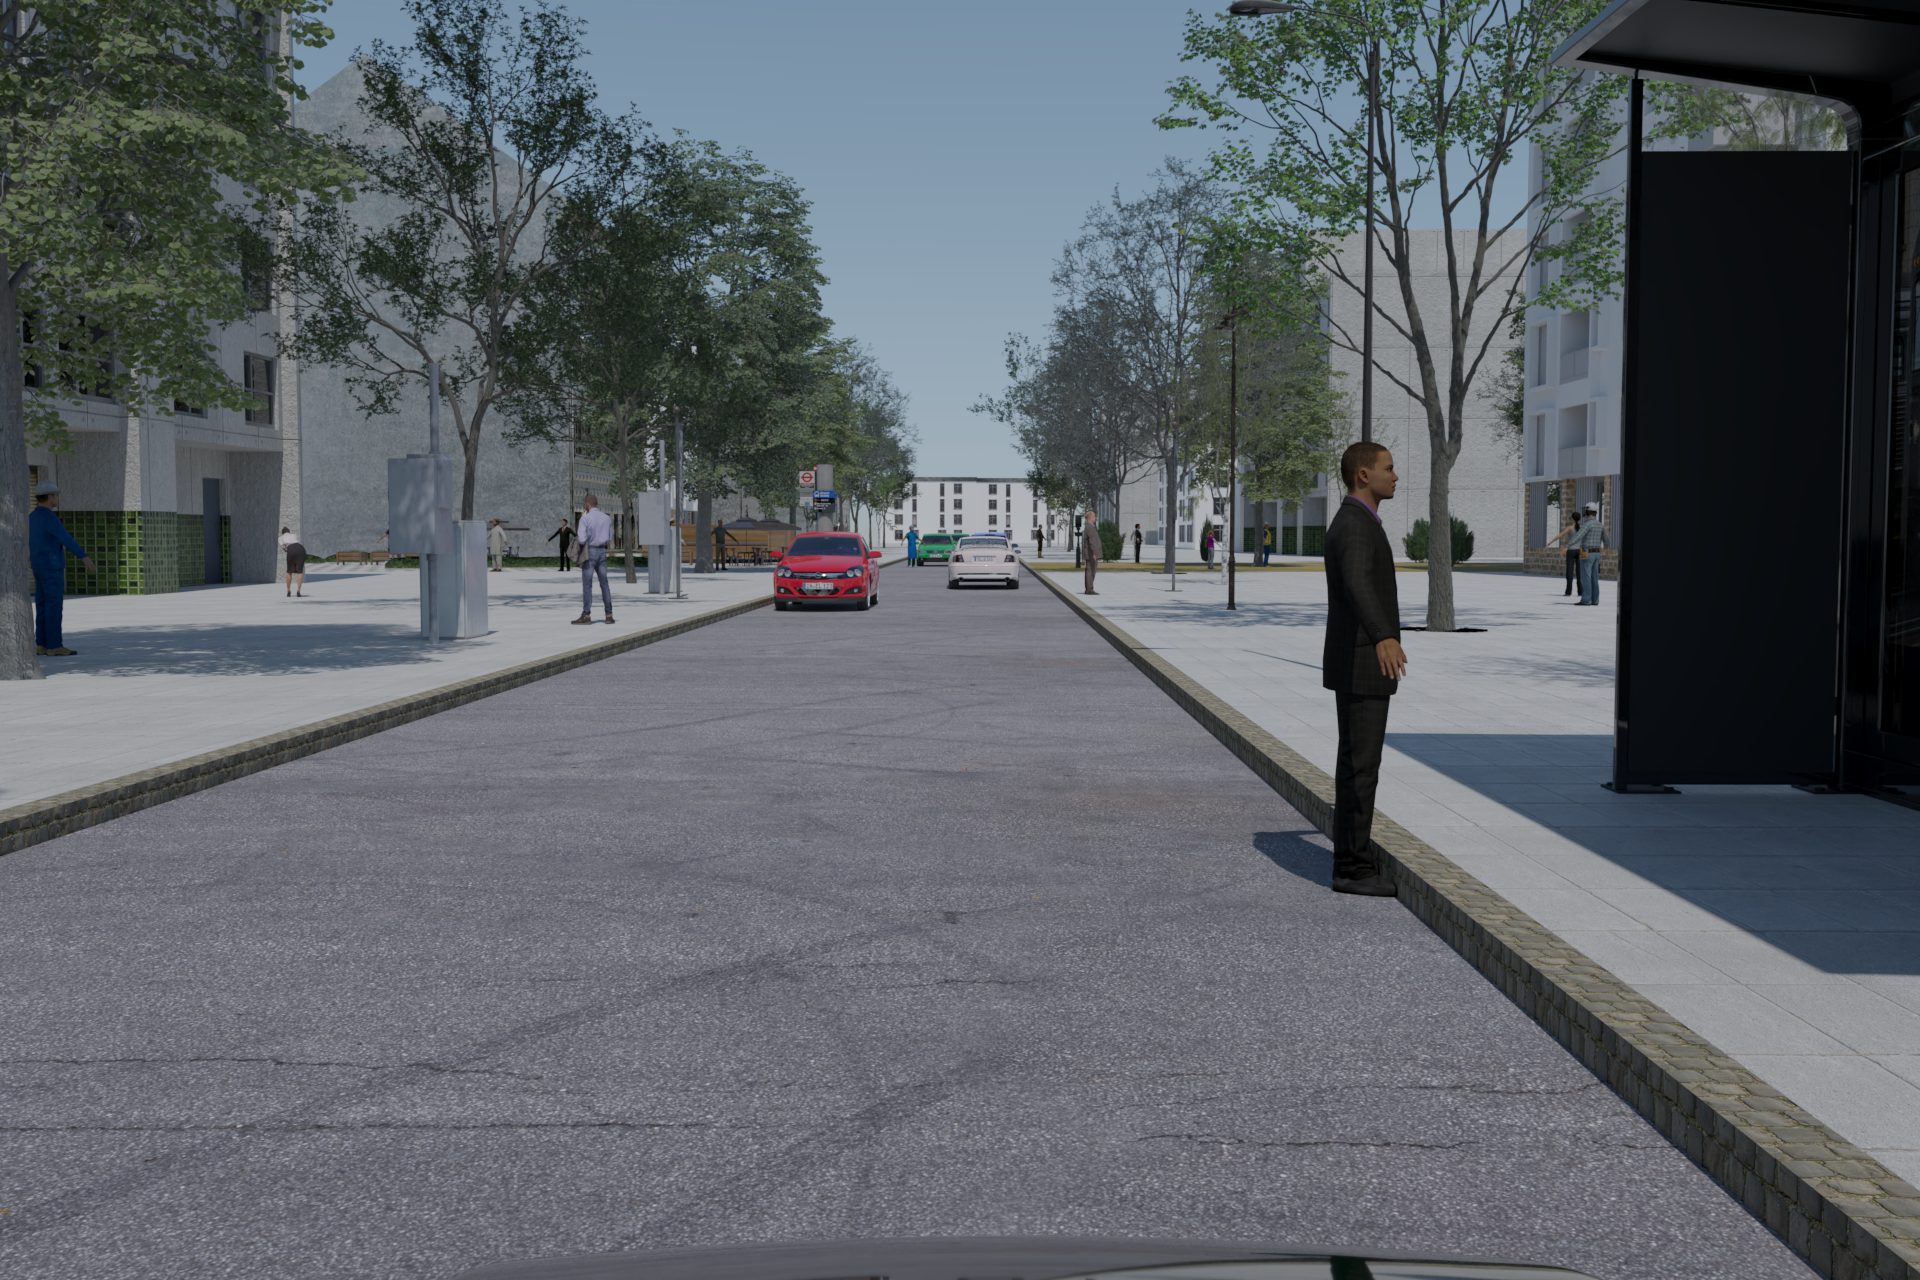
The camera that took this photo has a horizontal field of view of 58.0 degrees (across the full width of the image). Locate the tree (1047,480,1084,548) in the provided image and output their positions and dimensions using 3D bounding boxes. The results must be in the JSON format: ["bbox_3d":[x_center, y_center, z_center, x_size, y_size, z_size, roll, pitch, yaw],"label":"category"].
[{"bbox_3d":[8.809,-12.434,153.654,4.737,8.622,4.395,0,3,0],"label":"tree"}]

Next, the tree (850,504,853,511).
[{"bbox_3d":[-16.741,-18.601,254.492,4.360,8.622,3.978,0,3,0],"label":"tree"}]

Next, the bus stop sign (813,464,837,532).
[{"bbox_3d":[-5.121,-4.695,65.777,0.837,3.901,0.837,0,4,2],"label":"bus stop sign"}]

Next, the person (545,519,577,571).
[{"bbox_3d":[-13.571,-3.254,59.388,1.347,1.806,0.705,1,4,15],"label":"person"}]

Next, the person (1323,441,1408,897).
[{"bbox_3d":[1.652,0.104,6.989,0.704,1.802,1.346,1,4,12],"label":"person"}]

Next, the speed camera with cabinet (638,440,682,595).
[{"bbox_3d":[-6.445,-2.621,37.188,0.660,3.252,2.038,0,4,0],"label":"speed camera with cabinet"}]

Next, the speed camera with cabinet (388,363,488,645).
[{"bbox_3d":[-6.275,-1.622,20.858,0.660,3.252,2.038,0,4,1],"label":"speed camera with cabinet"}]

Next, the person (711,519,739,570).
[{"bbox_3d":[-8.470,-3.366,61.311,1.348,1.796,0.705,-2,4,-32],"label":"person"}]

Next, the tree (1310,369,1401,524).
[{"bbox_3d":[17.157,-7.759,77.221,4.360,8.622,3.978,0,3,0],"label":"tree"}]

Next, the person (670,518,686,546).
[{"bbox_3d":[-8.711,-2.827,52.677,0.721,1.778,1.216,-3,5,-43],"label":"person"}]

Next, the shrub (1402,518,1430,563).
[{"bbox_3d":[20.610,-4.486,77.396,1.661,2.075,1.752,0,3,0],"label":"shrub"}]

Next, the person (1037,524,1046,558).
[{"bbox_3d":[4.351,-5.331,93.294,0.704,1.812,1.346,1,4,21],"label":"person"}]

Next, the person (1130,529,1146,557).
[{"bbox_3d":[9.765,-5.457,95.409,0.705,1.806,1.347,-2,4,-32],"label":"person"}]

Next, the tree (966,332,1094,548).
[{"bbox_3d":[7.067,-18.827,163.707,12.611,20.169,13.585,0,3,0],"label":"tree"}]

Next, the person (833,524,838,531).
[{"bbox_3d":[-6.853,-5.502,95.740,0.705,1.856,1.354,0,4,0],"label":"person"}]

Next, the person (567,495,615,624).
[{"bbox_3d":[-5.273,-1.147,24.659,0.599,1.838,0.709,3,5,44],"label":"person"}]

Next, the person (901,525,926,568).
[{"bbox_3d":[-2.045,-4.013,74.198,1.347,1.817,0.704,-3,5,-40],"label":"person"}]

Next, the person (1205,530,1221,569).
[{"bbox_3d":[9.228,-3.304,63.280,0.599,1.433,0.991,-2,4,-27],"label":"person"}]

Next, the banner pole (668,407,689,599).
[{"bbox_3d":[-5.560,-2.712,34.365,0.401,3.779,0.863,0,4,2],"label":"banner pole"}]

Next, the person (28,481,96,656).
[{"bbox_3d":[-9.607,-0.760,18.311,1.347,1.842,0.705,2,4,34],"label":"person"}]

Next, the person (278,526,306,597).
[{"bbox_3d":[-13.620,-1.595,35.302,0.799,1.438,0.628,1,4,19],"label":"person"}]

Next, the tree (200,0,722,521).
[{"bbox_3d":[-8.369,-5.776,28.857,8.767,10.594,7.601,-1,4,-13],"label":"tree"}]

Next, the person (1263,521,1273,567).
[{"bbox_3d":[11.952,-3.701,66.978,0.721,1.772,1.216,1,4,20],"label":"person"}]

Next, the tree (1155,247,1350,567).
[{"bbox_3d":[11.541,-9.151,67.743,7.486,12.596,7.792,0,3,0],"label":"tree"}]

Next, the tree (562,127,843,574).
[{"bbox_3d":[-8.286,-9.149,56.249,9.857,13.997,8.962,0,3,0],"label":"tree"}]

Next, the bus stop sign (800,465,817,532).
[{"bbox_3d":[-5.785,-4.800,67.181,0.855,3.939,0.416,0,4,1],"label":"bus stop sign"}]

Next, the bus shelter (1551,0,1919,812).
[{"bbox_3d":[3.713,-0.870,5.508,1.731,3.624,6.357,0,4,1],"label":"bus shelter"}]

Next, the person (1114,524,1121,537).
[{"bbox_3d":[8.004,-5.097,89.198,0.705,1.847,1.347,-2,4,-27],"label":"person"}]

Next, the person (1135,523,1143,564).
[{"bbox_3d":[7.805,-4.186,75.162,0.721,1.740,1.216,1,4,14],"label":"person"}]

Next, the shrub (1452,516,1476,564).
[{"bbox_3d":[21.133,-4.268,73.816,1.661,2.075,1.752,0,3,0],"label":"shrub"}]

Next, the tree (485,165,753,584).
[{"bbox_3d":[-8.871,-6.740,44.619,7.601,10.594,8.767,0,4,-7],"label":"tree"}]

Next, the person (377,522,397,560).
[{"bbox_3d":[-22.963,-3.906,70.004,0.704,1.843,1.345,2,4,33],"label":"person"}]

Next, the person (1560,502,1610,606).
[{"bbox_3d":[11.255,-1.540,31.016,1.345,1.849,0.704,-2,4,-35],"label":"person"}]

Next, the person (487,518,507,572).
[{"bbox_3d":[-15.742,-3.220,58.736,1.344,1.819,0.704,3,4,38],"label":"person"}]

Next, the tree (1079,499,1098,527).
[{"bbox_3d":[21.043,-20.334,250.581,7.486,12.596,7.792,0,3,0],"label":"tree"}]

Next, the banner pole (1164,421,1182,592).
[{"bbox_3d":[4.761,-2.954,38.314,0.401,3.779,0.863,0,4,1],"label":"banner pole"}]

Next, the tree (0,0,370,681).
[{"bbox_3d":[-8.452,-5.897,14.547,7.486,12.596,7.792,0,3,0],"label":"tree"}]

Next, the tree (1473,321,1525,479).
[{"bbox_3d":[28.171,-10.224,77.538,12.009,13.543,11.850,0,3,0],"label":"tree"}]

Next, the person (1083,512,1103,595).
[{"bbox_3d":[2.813,-1.839,36.667,0.434,1.755,0.990,0,4,0],"label":"person"}]

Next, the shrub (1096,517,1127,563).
[{"bbox_3d":[6.626,-4.490,77.834,1.690,2.028,1.600,0,3,0],"label":"shrub"}]

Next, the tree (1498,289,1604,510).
[{"bbox_3d":[25.561,-9.782,66.585,9.857,13.997,8.962,0,3,0],"label":"tree"}]

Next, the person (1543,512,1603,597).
[{"bbox_3d":[12.617,-1.761,35.608,1.217,1.737,0.721,0,4,1],"label":"person"}]
